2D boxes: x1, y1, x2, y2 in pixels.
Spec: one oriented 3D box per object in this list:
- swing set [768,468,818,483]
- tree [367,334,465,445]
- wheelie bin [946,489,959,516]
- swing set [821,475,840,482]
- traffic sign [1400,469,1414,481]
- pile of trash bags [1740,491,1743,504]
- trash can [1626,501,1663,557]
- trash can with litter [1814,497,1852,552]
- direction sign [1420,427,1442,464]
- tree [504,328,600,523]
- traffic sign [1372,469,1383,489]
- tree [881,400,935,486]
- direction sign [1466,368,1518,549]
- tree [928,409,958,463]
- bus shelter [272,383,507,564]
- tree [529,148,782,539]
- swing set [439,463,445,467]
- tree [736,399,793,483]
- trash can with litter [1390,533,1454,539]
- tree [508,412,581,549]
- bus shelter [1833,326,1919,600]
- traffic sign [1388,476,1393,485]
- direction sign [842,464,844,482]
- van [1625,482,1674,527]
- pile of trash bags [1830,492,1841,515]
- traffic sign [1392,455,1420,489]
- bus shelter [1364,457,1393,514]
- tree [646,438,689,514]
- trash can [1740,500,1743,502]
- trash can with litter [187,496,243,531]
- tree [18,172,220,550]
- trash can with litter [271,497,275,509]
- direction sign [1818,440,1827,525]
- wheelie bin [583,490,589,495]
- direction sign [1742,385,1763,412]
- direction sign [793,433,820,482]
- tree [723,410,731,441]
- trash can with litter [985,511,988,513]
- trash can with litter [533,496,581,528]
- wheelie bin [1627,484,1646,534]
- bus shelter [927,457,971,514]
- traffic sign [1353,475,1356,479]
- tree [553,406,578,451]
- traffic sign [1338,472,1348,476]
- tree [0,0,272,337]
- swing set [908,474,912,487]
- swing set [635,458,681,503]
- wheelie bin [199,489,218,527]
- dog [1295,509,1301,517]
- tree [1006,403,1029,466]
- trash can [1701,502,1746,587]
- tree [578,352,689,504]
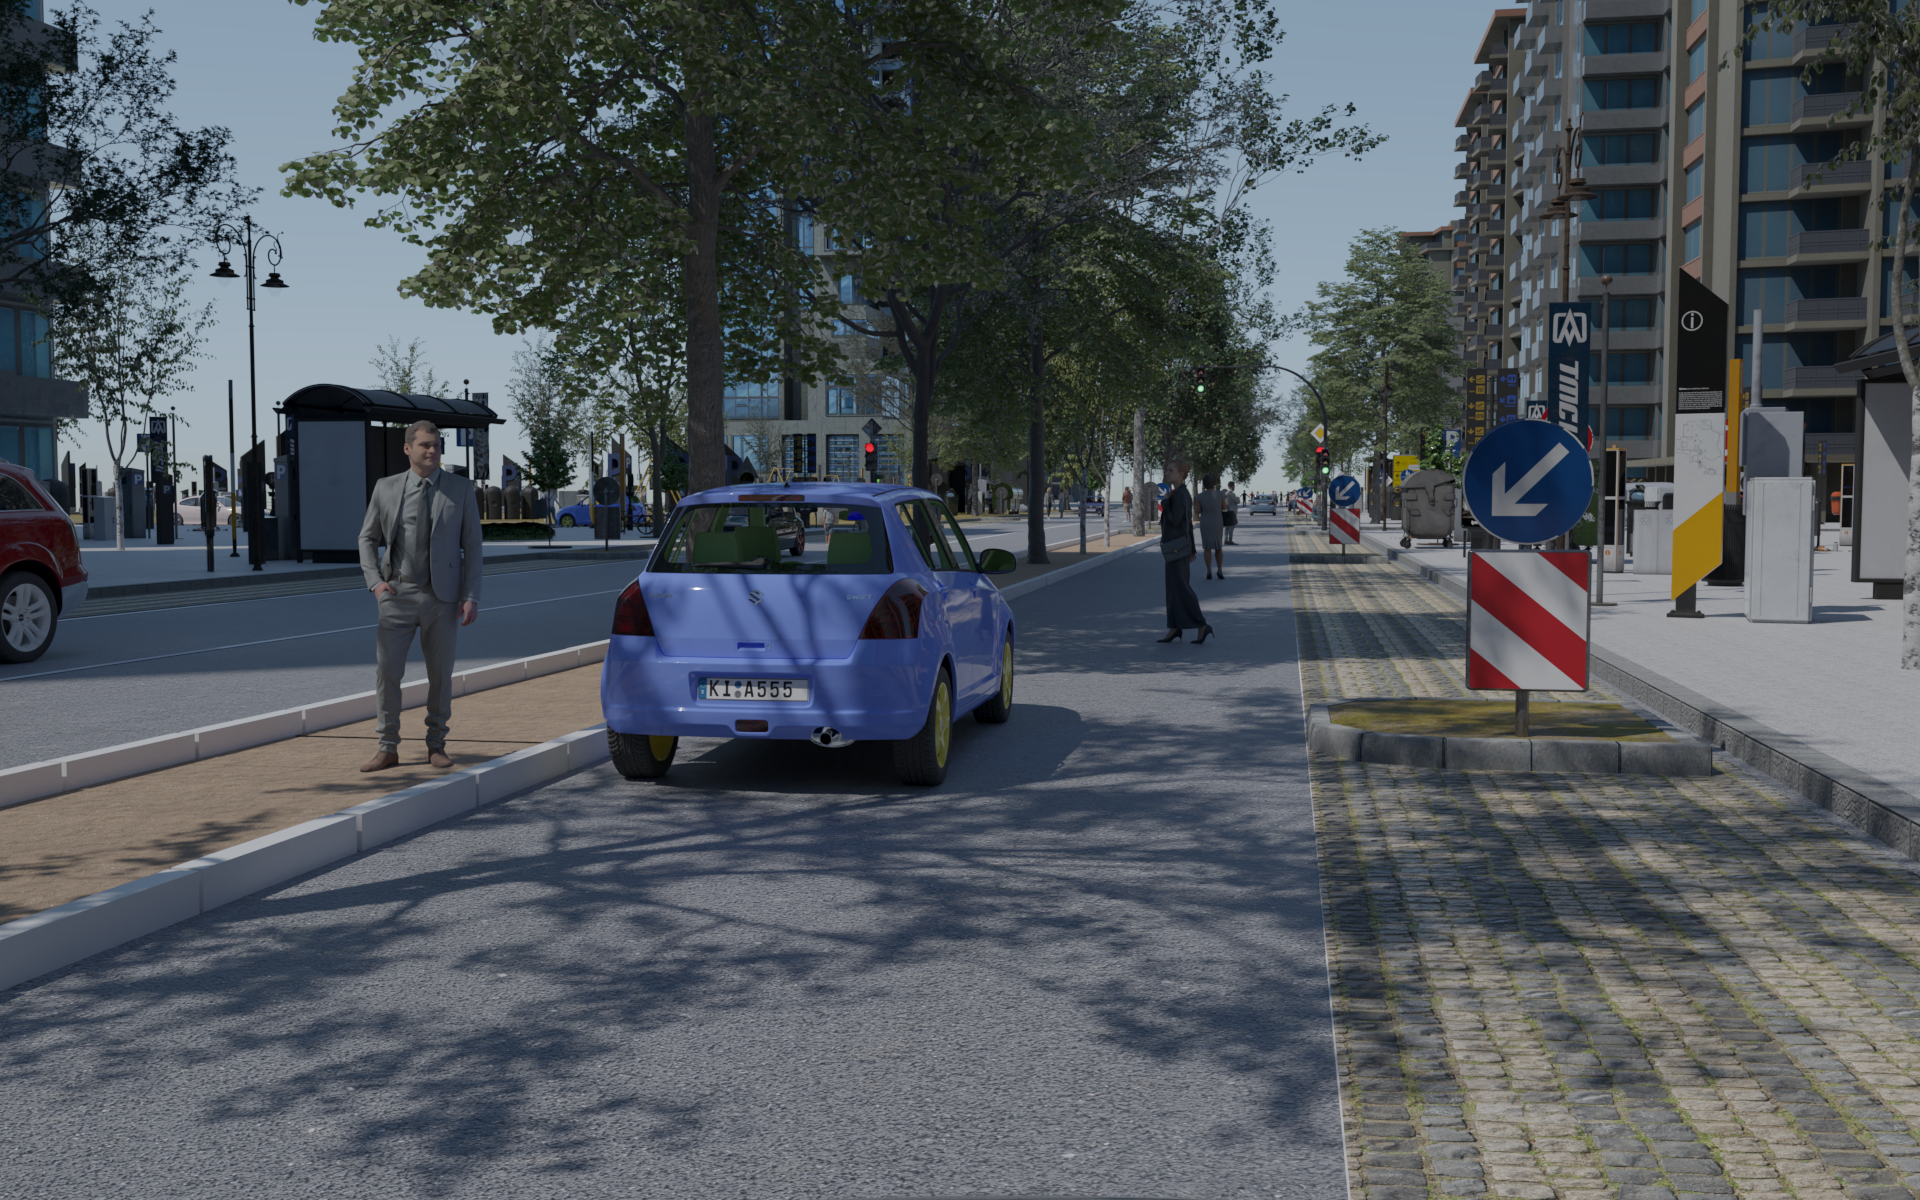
[{"bbox_3d":[-10.583,-6.554,104.776,2.862,2.851,3.119,1,4,16],"label":"swing set"},{"bbox_3d":[-25.269,-7.932,80.049,4.737,8.622,4.395,0,3,0],"label":"tree"},{"bbox_3d":[-0.467,-5.687,100.890,0.693,1.594,0.980,-1,4,-11],"label":"wheelie bin"},{"bbox_3d":[-11.269,-8.933,143.679,2.862,2.851,3.119,3,4,37],"label":"swing set"},{"bbox_3d":[22.769,-5.382,88.094,0.768,2.556,0.104,1,4,18],"label":"traffic sign"},{"bbox_3d":[21.648,-2.489,50.444,3.447,1.369,1.912,-2,4,-25],"label":"pile of trash bags"},{"bbox_3d":[13.958,-1.454,35.427,0.748,1.137,0.748,0,3,0],"label":"trash can"},{"bbox_3d":[19.314,-1.731,39.359,1.678,1.210,2.233,0,4,0],"label":"trash can with litter"},{"bbox_3d":[16.002,-4.082,58.741,0.876,3.537,0.379,-1,4,-13],"label":"direction sign"},{"bbox_3d":[-18.392,-7.783,77.620,4.360,8.622,3.978,0,3,0],"label":"tree"},{"bbox_3d":[21.393,-5.395,88.315,0.768,2.556,0.104,1,4,17],"label":"traffic sign"},{"bbox_3d":[-3.609,-11.071,131.372,4.737,8.622,4.395,0,3,0],"label":"tree"},{"bbox_3d":[9.591,-2.403,31.292,0.876,3.537,0.379,1,4,19],"label":"direction sign"},{"bbox_3d":[-1.494,-11.740,142.318,4.360,8.622,3.978,0,3,0],"label":"tree"},{"bbox_3d":[-11.149,-2.478,34.443,2.014,3.302,5.546,1,4,10],"label":"bus shelter"},{"bbox_3d":[-8.830,-7.621,50.362,9.928,11.665,9.643,0,3,0],"label":"tree"},{"bbox_3d":[-26.744,-5.401,85.922,2.862,2.851,3.119,2,4,27],"label":"swing set"},{"bbox_3d":[-15.274,-11.304,135.176,4.360,8.622,3.978,0,3,0],"label":"tree"},{"bbox_3d":[13.616,-2.359,49.620,2.233,1.210,1.678,3,5,41],"label":"trash can with litter"},{"bbox_3d":[-9.841,-2.832,40.901,1.663,3.219,1.824,0,3,0],"label":"tree"},{"bbox_3d":[11.200,-1.499,18.437,2.014,3.302,5.546,1,4,10],"label":"bus shelter"},{"bbox_3d":[23.827,-5.858,96.960,0.795,2.450,0.064,1,4,15],"label":"traffic sign"},{"bbox_3d":[-8.732,-8.405,129.419,0.379,3.537,0.876,-1,4,-8],"label":"direction sign"},{"bbox_3d":[23.680,-3.384,62.333,4.112,2.044,2.013,1,4,12],"label":"van"},{"bbox_3d":[50.777,-5.553,100.547,1.912,1.369,3.447,-2,4,-26],"label":"pile of trash bags"},{"bbox_3d":[23.469,-5.838,89.327,2.265,3.308,0.079,1,4,14],"label":"traffic sign"},{"bbox_3d":[28.584,-7.778,118.460,1.731,3.624,6.357,1,4,11],"label":"bus shelter"},{"bbox_3d":[-9.904,-3.912,58.562,1.663,3.219,1.824,0,3,0],"label":"tree"},{"bbox_3d":[19.904,-2.030,44.842,0.748,1.137,0.748,0,3,0],"label":"trash can"},{"bbox_3d":[-26.064,-3.016,60.374,1.678,1.210,2.233,0,4,-2],"label":"trash can with litter"},{"bbox_3d":[-19.054,-5.431,39.161,4.360,8.622,3.978,0,3,0],"label":"tree"},{"bbox_3d":[-26.808,-3.379,66.299,2.233,1.210,1.678,-3,5,-40],"label":"trash can with litter"},{"bbox_3d":[36.239,-4.945,72.854,0.379,3.537,0.876,0,4,8],"label":"direction sign"},{"bbox_3d":[-31.167,-8.393,145.134,0.980,1.594,0.693,-2,4,-23],"label":"wheelie bin"},{"bbox_3d":[16.633,-2.720,36.465,0.379,3.537,0.876,0,4,0],"label":"direction sign"},{"bbox_3d":[-5.788,-4.445,64.668,0.876,3.537,0.379,1,4,10],"label":"direction sign"},{"bbox_3d":[-15.486,-9.090,98.984,4.737,8.622,4.395,0,3,0],"label":"tree"},{"bbox_3d":[2.082,-6.531,117.836,1.678,1.210,2.233,-1,4,-15],"label":"trash can with litter"},{"bbox_3d":[-15.556,-3.344,65.731,2.233,1.210,1.678,-1,4,-9],"label":"trash can with litter"},{"bbox_3d":[21.874,-2.927,55.764,0.693,1.594,0.980,0,4,1],"label":"wheelie bin"},{"bbox_3d":[-0.673,-7.258,109.949,1.731,3.624,6.357,1,4,10],"label":"bus shelter"},{"bbox_3d":[27.083,-7.294,119.254,0.884,2.594,0.081,1,4,16],"label":"traffic sign"},{"bbox_3d":[-20.799,-9.095,99.061,4.737,8.622,4.395,0,3,0],"label":"tree"},{"bbox_3d":[21.790,-6.010,98.375,0.768,2.556,0.104,1,4,12],"label":"traffic sign"},{"bbox_3d":[-13.504,-5.390,22.541,8.767,10.594,7.601,-2,4,-33],"label":"tree"},{"bbox_3d":[-3.110,-9.156,147.315,3.119,2.851,2.862,1,4,16],"label":"swing set"},{"bbox_3d":[-13.392,-4.836,76.696,2.862,2.851,3.119,0,4,-4],"label":"swing set"},{"bbox_3d":[-29.148,-3.627,67.205,0.693,1.594,0.980,-2,4,-26],"label":"wheelie bin"},{"bbox_3d":[20.744,-5.319,106.247,0.540,0.507,0.406,2,4,30],"label":"dog"},{"bbox_3d":[8.429,-13.539,138.362,9.611,12.733,9.660,0,3,0],"label":"tree"},{"bbox_3d":[10.691,-0.766,24.178,0.748,1.137,0.748,0,3,0],"label":"trash can"},{"bbox_3d":[-15.984,-8.413,87.912,4.737,8.622,4.395,0,3,0],"label":"tree"}]
